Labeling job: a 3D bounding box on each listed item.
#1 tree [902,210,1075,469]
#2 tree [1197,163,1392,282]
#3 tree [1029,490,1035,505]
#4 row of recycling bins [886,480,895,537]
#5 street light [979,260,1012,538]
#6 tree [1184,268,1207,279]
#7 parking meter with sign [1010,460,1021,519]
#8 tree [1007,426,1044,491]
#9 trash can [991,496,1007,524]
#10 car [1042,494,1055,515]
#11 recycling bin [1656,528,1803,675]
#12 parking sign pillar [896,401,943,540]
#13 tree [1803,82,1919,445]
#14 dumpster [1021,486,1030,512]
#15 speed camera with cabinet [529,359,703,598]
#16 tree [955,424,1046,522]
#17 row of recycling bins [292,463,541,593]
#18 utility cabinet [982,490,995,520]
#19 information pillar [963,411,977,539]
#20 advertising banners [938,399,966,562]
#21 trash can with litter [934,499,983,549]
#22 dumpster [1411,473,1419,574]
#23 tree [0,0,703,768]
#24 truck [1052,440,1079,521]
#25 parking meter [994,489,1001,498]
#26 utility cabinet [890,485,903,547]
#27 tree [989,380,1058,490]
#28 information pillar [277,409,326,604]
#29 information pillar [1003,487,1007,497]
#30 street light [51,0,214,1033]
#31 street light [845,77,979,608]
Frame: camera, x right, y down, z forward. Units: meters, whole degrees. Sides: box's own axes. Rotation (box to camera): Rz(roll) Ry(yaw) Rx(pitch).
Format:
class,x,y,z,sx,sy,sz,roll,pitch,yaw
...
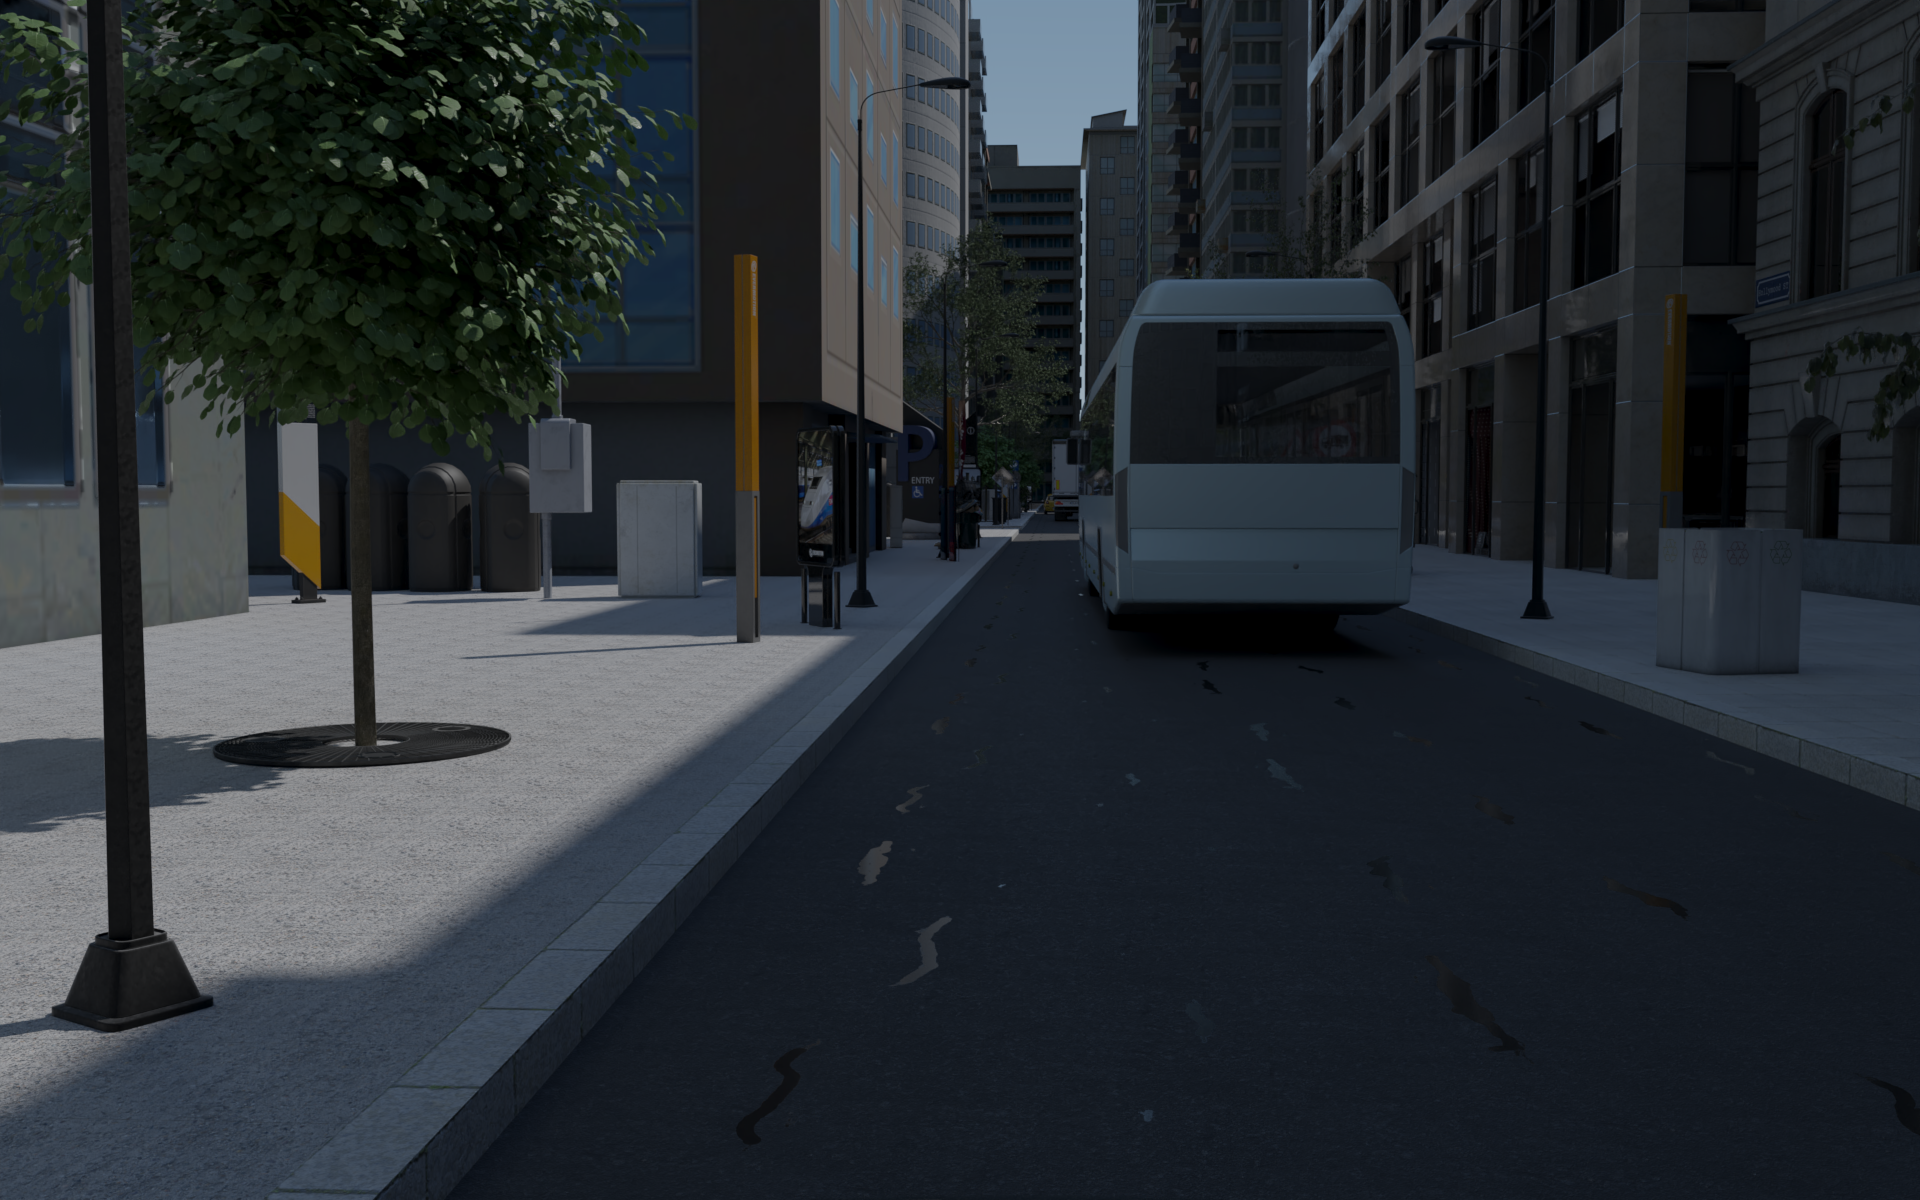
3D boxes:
class,x,y,z,sx,sy,sz,roll,pitch,yaw
tree,0.218,-7.472,56.573,7.601,10.594,8.767,0,4,-7
tree,7.379,-5.355,37.911,4.360,8.622,3.978,0,3,0
tree,8.194,-12.917,205.793,1.663,3.219,1.824,0,3,0
row of recycling bins,-3.507,-2.762,52.276,3.534,1.692,1.069,1,4,22
street light,0.242,-3.796,34.612,1.470,5.913,1.316,0,4,3
tree,8.070,-6.461,55.993,4.737,8.622,4.395,0,3,0
parking meter with sign,2.871,-5.732,89.972,0.543,3.016,1.738,1,4,8
tree,5.810,-12.811,159.827,4.737,8.622,4.395,0,3,0
trash can,1.689,-3.814,74.017,0.748,1.137,0.748,0,3,0
car,6.813,-6.884,122.769,2.015,1.641,3.980,0,4,2
recycling bin,5.598,-0.004,12.627,0.722,1.027,0.722,-1,4,-11
parking sign pillar,-1.132,-3.702,48.999,1.447,3.967,1.447,1,4,19
tree,5.372,-3.487,7.370,4.360,8.622,3.978,0,3,0
dumpster,4.150,-7.279,121.497,1.502,2.255,1.985,0,4,3
speed camera with cabinet,-4.252,-1.658,21.452,2.038,3.252,0.660,0,4,-2
tree,1.115,-5.891,80.030,4.285,4.588,4.351,0,3,0
row of recycling bins,-7.284,-0.979,23.113,3.534,1.692,1.069,1,4,10
utility cabinet,1.371,-4.680,85.189,0.318,1.500,1.173,-1,4,-19
information pillar,0.222,-3.517,48.865,0.504,3.616,0.183,-1,4,-9
advertising banners,-0.146,-2.253,33.027,0.090,3.025,2.074,-1,4,-13
trash can with litter,-0.035,-1.769,40.312,1.055,1.170,0.624,-2,4,-27
dumpster,6.646,-1.360,27.993,1.264,1.857,1.865,0,4,3
tree,-2.936,-1.527,8.674,4.285,4.588,4.351,0,3,0
truck,6.419,-6.479,94.838,2.839,4.237,11.283,0,4,4
parking meter,1.963,-4.975,89.758,0.372,1.533,0.369,0,3,0
utility cabinet,-1.522,-2.011,41.567,0.318,1.500,1.173,0,4,-2
tree,3.846,-9.873,111.791,4.360,8.622,3.978,0,3,0
information pillar,-7.713,-1.765,20.210,0.183,3.616,0.504,2,4,35
information pillar,2.454,-6.112,91.278,0.504,3.616,0.183,-2,4,-32
street light,-1.516,-1.930,4.091,1.470,5.913,1.316,0,4,3
street light,-0.579,-2.871,19.484,1.470,5.913,1.316,0,4,3
